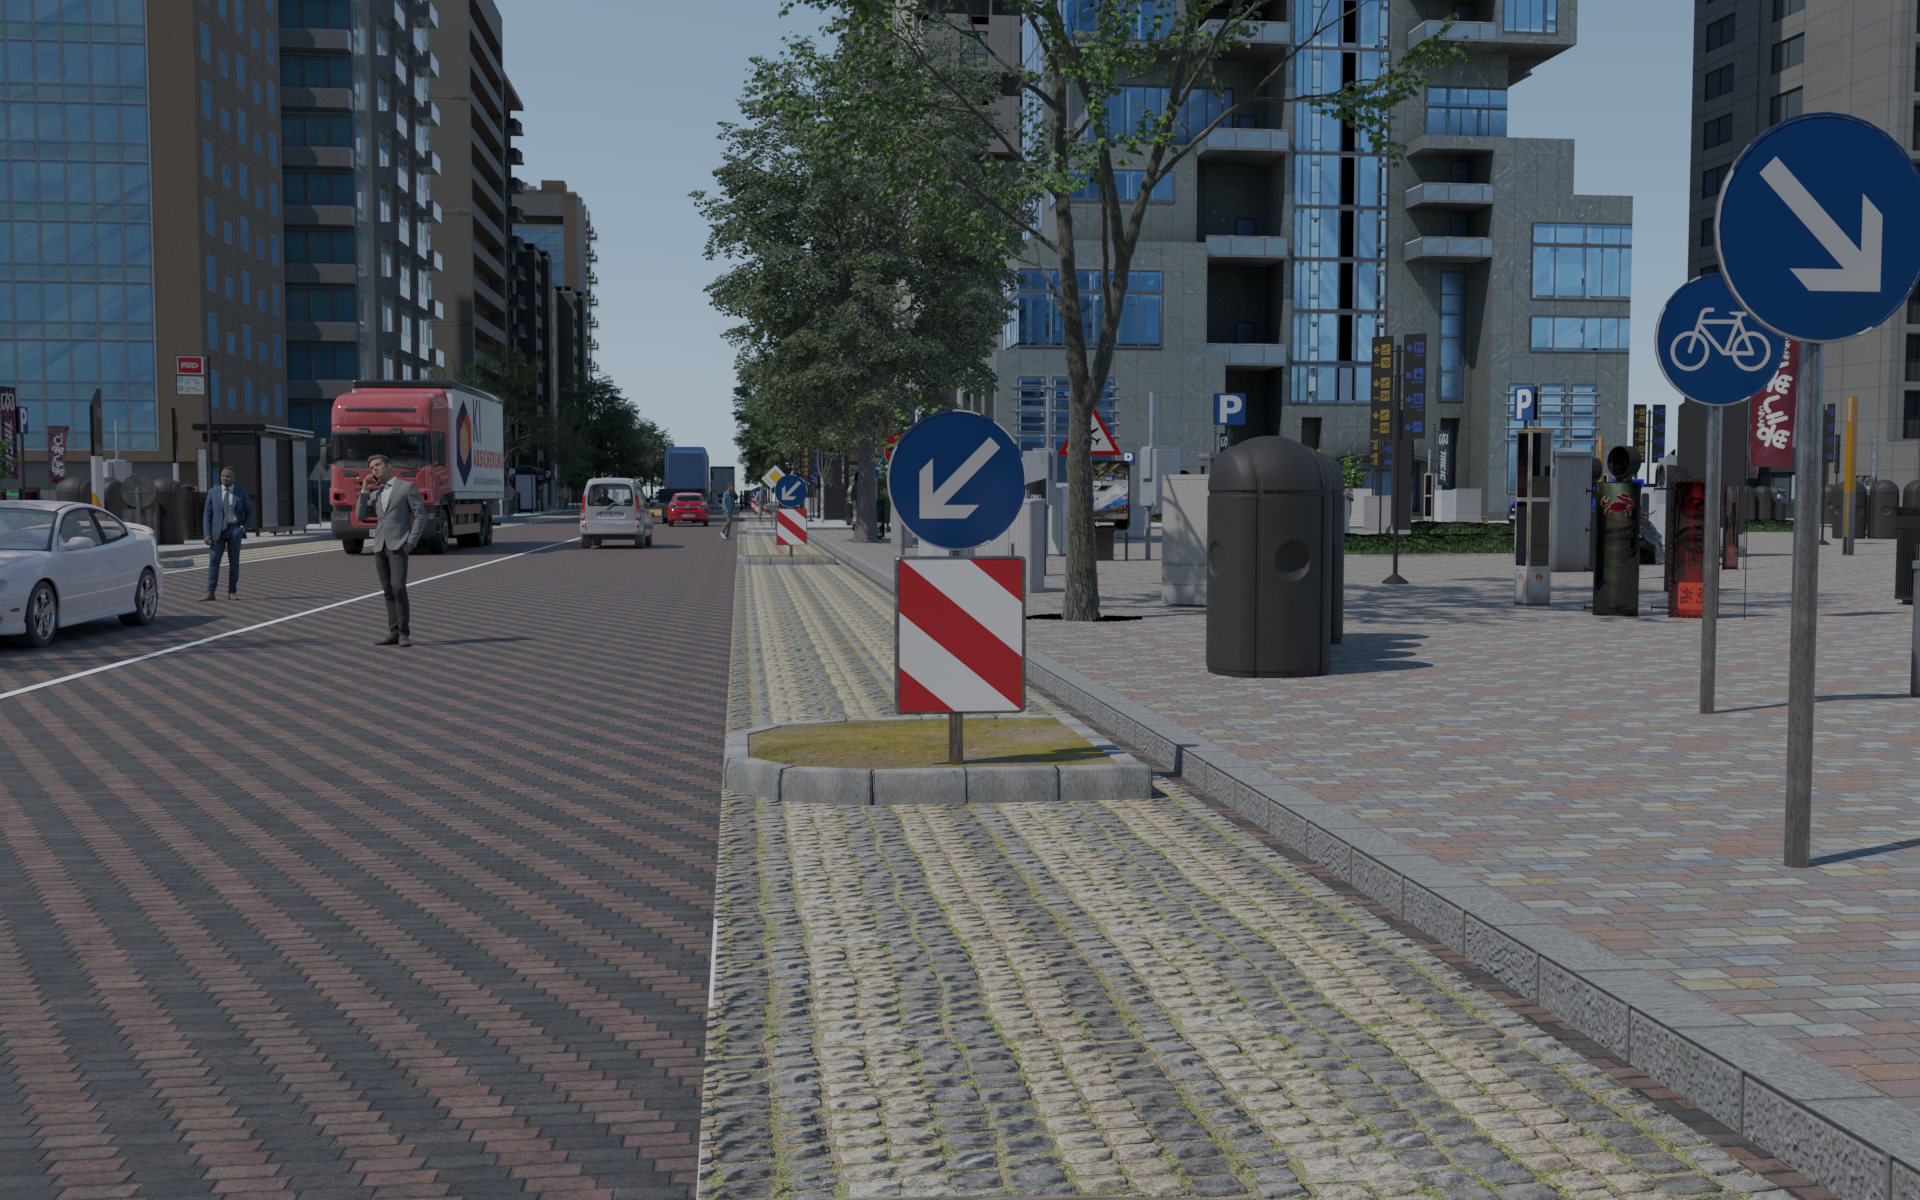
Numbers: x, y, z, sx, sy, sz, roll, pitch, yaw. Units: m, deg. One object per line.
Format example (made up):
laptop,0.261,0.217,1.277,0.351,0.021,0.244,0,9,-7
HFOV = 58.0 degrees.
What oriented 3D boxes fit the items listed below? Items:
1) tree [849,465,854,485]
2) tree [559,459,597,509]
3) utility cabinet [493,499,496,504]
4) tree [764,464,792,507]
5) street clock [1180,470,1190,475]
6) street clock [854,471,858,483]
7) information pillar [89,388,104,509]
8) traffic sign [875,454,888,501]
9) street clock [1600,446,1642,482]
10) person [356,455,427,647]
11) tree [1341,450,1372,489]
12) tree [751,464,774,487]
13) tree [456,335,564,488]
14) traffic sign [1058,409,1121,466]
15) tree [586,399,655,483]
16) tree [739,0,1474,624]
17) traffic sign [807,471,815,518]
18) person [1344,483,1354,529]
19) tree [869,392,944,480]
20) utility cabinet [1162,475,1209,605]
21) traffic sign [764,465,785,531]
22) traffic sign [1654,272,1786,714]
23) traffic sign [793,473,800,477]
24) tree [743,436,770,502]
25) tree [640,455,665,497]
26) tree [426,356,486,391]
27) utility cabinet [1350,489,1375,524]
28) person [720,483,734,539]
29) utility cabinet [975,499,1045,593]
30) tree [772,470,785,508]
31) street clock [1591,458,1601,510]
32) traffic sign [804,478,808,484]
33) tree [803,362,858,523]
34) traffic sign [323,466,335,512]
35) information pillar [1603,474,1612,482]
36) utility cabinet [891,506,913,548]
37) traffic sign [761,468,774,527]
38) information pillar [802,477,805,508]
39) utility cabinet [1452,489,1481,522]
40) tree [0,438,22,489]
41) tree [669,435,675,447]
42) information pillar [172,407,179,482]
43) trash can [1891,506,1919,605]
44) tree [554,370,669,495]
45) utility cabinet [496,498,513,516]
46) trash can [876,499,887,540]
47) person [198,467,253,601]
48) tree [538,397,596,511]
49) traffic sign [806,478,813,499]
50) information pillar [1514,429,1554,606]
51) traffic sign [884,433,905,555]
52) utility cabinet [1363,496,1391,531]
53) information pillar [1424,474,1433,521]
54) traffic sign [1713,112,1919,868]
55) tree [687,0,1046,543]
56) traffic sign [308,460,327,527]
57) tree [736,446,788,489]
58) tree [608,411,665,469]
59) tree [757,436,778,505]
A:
tree,-6.714,-6.386,99.014,1.663,3.219,1.824,0,3,0
tree,-32.461,-9.987,146.995,4.285,4.588,4.351,0,3,0
utility cabinet,-36.892,-7.756,137.974,1.020,1.237,0.306,1,4,12
tree,-18.214,-11.597,173.331,4.285,4.588,4.351,0,3,0
street clock,6.706,-2.911,52.162,0.471,2.002,0.358,1,4,15
street clock,-2.919,-2.899,51.975,0.471,2.002,0.358,1,4,10
information pillar,-18.931,-2.854,38.015,0.183,3.616,0.504,0,4,-7
traffic sign,-2.673,-3.364,55.102,0.768,2.556,0.104,0,4,-6
street clock,9.953,-1.311,26.000,0.358,2.002,0.471,-2,4,-24
person,-5.378,-0.471,16.388,0.592,1.802,0.473,2,4,34
tree,17.273,-5.050,77.170,1.663,3.219,1.824,0,3,0
tree,-29.694,-18.973,260.577,4.360,8.622,3.978,0,3,0
tree,-27.278,-10.276,102.427,8.767,10.594,7.601,2,4,25
traffic sign,1.797,-1.473,24.081,0.884,2.594,0.081,0,3,0
tree,-40.742,-17.569,204.264,9.611,12.733,9.660,0,3,0
tree,1.374,-5.607,17.431,9.928,11.665,9.643,0,3,0
traffic sign,-7.956,-5.757,94.236,0.768,2.556,0.104,0,4,-3
person,15.241,-3.641,67.836,0.447,1.846,0.655,0,4,-7
tree,-0.707,-2.354,33.091,1.663,3.219,1.824,0,3,0
utility cabinet,2.903,-0.675,19.721,1.173,1.500,0.318,2,4,31
traffic sign,-6.397,-3.453,60.095,0.795,2.450,0.064,0,4,-7
traffic sign,4.369,-0.608,10.054,0.768,2.556,0.104,0,4,-2
traffic sign,-9.704,-6.276,102.723,0.768,2.556,0.104,0,4,-5
tree,-30.064,-21.458,268.960,7.486,12.596,7.792,0,3,0
tree,-48.147,-20.219,264.984,7.601,10.594,8.767,2,4,26
tree,-26.895,-8.640,91.634,4.737,8.622,4.395,0,3,0
utility cabinet,16.762,-3.907,72.564,1.173,1.500,0.318,2,4,35
person,-7.363,-2.813,54.829,0.444,1.785,0.601,2,4,25
utility cabinet,0.644,-0.710,22.778,0.306,1.237,1.020,-3,5,-45
tree,-13.841,-8.591,135.063,1.663,3.219,1.824,0,3,0
street clock,12.612,-1.839,34.633,0.358,2.002,0.471,0,4,-7
traffic sign,-12.425,-8.484,138.711,0.884,2.594,0.081,0,4,1
tree,-5.842,-7.705,76.346,4.360,8.622,3.978,0,3,0
traffic sign,-24.048,-4.072,66.576,0.884,2.594,0.081,0,4,-2
information pillar,23.832,-3.635,63.926,0.304,2.012,0.304,-3,5,-42
utility cabinet,-1.402,-1.858,41.539,0.306,1.237,1.020,1,4,13
traffic sign,-7.400,-3.937,68.017,0.795,2.450,0.064,0,4,-7
information pillar,-8.680,-6.403,96.044,0.183,3.616,0.504,0,4,-8
utility cabinet,20.966,-3.853,71.682,1.173,1.500,0.318,-1,4,-16
tree,-18.392,-2.304,32.265,1.663,3.219,1.824,0,3,0
tree,-51.233,-23.329,288.084,9.857,13.997,8.962,0,3,0
information pillar,-21.218,-3.396,46.873,0.183,3.616,0.504,-1,4,-18
trash can,11.190,-0.515,20.072,0.748,1.137,0.748,0,3,0
tree,-37.006,-16.604,178.133,9.857,13.997,8.962,0,3,0
utility cabinet,-26.497,-5.503,101.137,1.020,1.237,0.306,3,5,42
trash can,-2.424,-2.278,48.895,0.748,1.137,0.748,0,3,0
person,-9.922,-0.899,23.386,0.721,1.800,0.419,-2,4,-25
tree,-31.375,-11.504,138.453,4.360,8.622,3.978,0,3,0
traffic sign,-8.556,-6.167,100.931,0.768,2.556,0.104,0,4,-3
information pillar,6.578,-0.940,19.866,0.304,2.012,0.304,-1,4,-12
traffic sign,-1.193,-2.210,36.247,0.768,2.556,0.104,0,4,2
utility cabinet,14.700,-3.036,60.800,1.020,1.237,0.306,0,4,1
information pillar,17.226,-3.623,63.727,0.304,2.012,0.304,1,4,14
traffic sign,2.885,-0.354,5.895,0.768,2.556,0.104,0,4,-6
tree,-2.522,-8.479,45.293,9.857,13.997,8.962,0,3,0
traffic sign,-24.677,-4.083,66.764,0.884,2.594,0.081,0,4,-4
tree,-32.894,-22.877,291.045,9.611,12.733,9.660,0,3,0
tree,-45.181,-19.934,236.283,12.009,13.543,11.850,0,3,0
tree,-21.707,-15.386,201.931,4.737,8.622,4.395,0,3,0
